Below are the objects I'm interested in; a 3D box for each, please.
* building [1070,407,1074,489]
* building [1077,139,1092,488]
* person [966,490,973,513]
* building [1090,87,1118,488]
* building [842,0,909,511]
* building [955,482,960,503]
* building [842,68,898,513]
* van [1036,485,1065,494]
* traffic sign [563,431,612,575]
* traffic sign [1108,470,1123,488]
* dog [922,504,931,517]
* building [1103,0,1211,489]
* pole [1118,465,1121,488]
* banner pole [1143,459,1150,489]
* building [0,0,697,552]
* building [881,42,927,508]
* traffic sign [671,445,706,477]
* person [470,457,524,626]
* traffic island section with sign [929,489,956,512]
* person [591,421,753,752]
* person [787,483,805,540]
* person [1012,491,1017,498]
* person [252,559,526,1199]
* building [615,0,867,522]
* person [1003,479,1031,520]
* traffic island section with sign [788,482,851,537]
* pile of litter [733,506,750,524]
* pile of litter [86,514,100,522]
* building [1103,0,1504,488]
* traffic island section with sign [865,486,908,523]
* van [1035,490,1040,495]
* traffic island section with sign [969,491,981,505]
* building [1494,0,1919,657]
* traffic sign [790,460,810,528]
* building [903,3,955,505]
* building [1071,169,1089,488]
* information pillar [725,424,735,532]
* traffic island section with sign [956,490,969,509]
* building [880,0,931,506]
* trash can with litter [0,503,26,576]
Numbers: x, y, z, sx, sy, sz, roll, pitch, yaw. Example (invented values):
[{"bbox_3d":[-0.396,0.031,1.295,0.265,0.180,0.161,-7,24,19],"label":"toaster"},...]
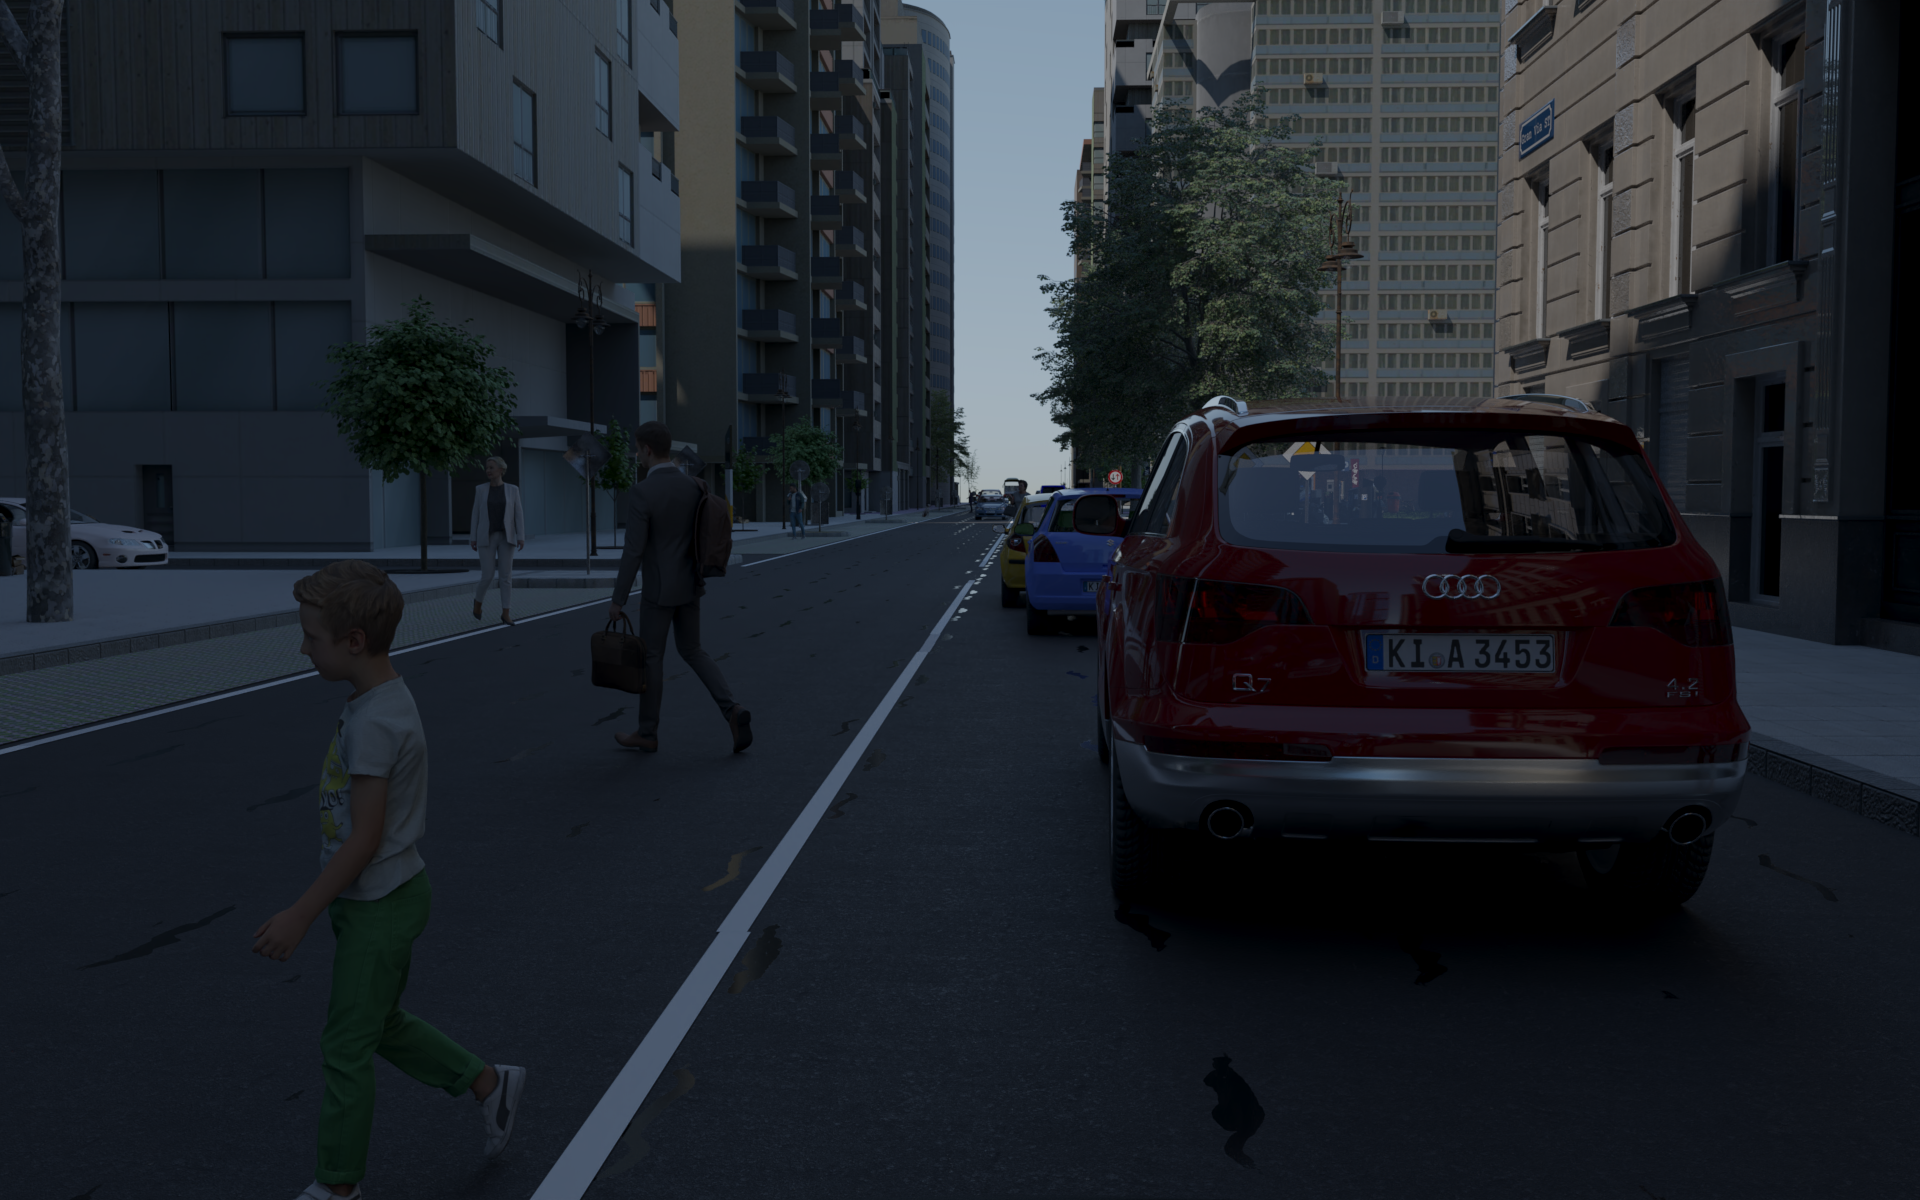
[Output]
[{"bbox_3d":[30.423,-25.047,254.565,27.650,21.520,28.899,0,4,2],"label":"building"},{"bbox_3d":[25.534,-33.985,210.282,22.147,44.769,28.867,0,4,2],"label":"building"},{"bbox_3d":[0.755,-7.669,134.337,0.568,1.767,0.683,-2,4,-23],"label":"person"},{"bbox_3d":[20.390,-30.200,177.369,14.154,41.232,14.086,0,4,2],"label":"building"},{"bbox_3d":[-14.551,-42.612,134.950,20.563,71.187,20.611,0,4,2],"label":"building"},{"bbox_3d":[-16.413,-34.117,249.700,32.217,40.220,23.993,0,4,2],"label":"building"},{"bbox_3d":[-11.806,-21.205,118.405,14.160,30.474,14.107,0,4,2],"label":"building"},{"bbox_3d":[6.404,-7.064,119.886,2.240,2.365,5.245,0,4,2],"label":"van"},{"bbox_3d":[-5.920,-1.462,27.544,0.795,2.450,0.064,0,4,2],"label":"traffic sign"},{"bbox_3d":[8.112,-5.524,90.422,0.768,2.556,0.104,1,4,11],"label":"traffic sign"},{"bbox_3d":[-2.100,-5.483,106.490,0.513,0.831,0.800,-1,4,-16],"label":"dog"},{"bbox_3d":[26.882,-34.653,155.807,28.713,52.752,27.495,0,4,2],"label":"building"},{"bbox_3d":[9.852,-6.915,106.897,0.158,3.312,0.155,0,3,0],"label":"pole"},{"bbox_3d":[11.703,-7.164,107.141,0.863,3.779,0.401,1,4,20],"label":"banner pole"},{"bbox_3d":[-23.573,-28.137,49.286,28.713,52.752,27.495,0,4,2],"label":"building"},{"bbox_3d":[-10.430,-28.711,153.027,14.154,41.232,14.086,0,4,2],"label":"building"},{"bbox_3d":[-5.594,-1.950,35.523,0.795,2.450,0.064,0,4,2],"label":"traffic sign"},{"bbox_3d":[-5.118,-0.653,19.062,0.514,1.842,0.818,-3,4,-36],"label":"person"},{"bbox_3d":[-1.556,-7.719,134.826,1.989,1.847,2.006,0,4,2],"label":"traffic island section with sign"},{"bbox_3d":[-1.586,-0.065,9.528,0.822,1.834,0.622,2,4,29],"label":"person"},{"bbox_3d":[-5.158,-2.783,54.351,0.623,1.781,0.721,1,4,10],"label":"person"},{"bbox_3d":[7.243,-12.953,220.419,1.348,1.807,0.705,-2,4,-24],"label":"person"},{"bbox_3d":[-1.138,0.567,3.481,0.590,1.304,0.306,-3,5,-41],"label":"person"},{"bbox_3d":[-16.655,-26.683,90.894,22.147,44.769,28.867,0,4,2],"label":"building"},{"bbox_3d":[1.364,-2.002,41.589,0.716,1.782,0.532,1,4,18],"label":"person"},{"bbox_3d":[-4.703,-3.036,58.259,1.989,1.847,2.006,0,4,2],"label":"traffic island section with sign"},{"bbox_3d":[-9.791,-3.791,75.956,1.176,0.858,1.719,0,4,4],"label":"pile of litter"},{"bbox_3d":[-18.199,-1.345,35.958,1.719,0.858,1.176,0,4,0],"label":"pile of litter"},{"bbox_3d":[27.145,-26.822,130.423,32.217,40.220,23.993,0,4,2],"label":"building"},{"bbox_3d":[-3.584,-4.683,85.191,1.989,1.847,2.006,0,4,2],"label":"traffic island section with sign"},{"bbox_3d":[8.784,-10.912,185.422,2.013,2.044,4.112,0,4,4],"label":"van"},{"bbox_3d":[1.818,-12.782,217.617,1.989,1.847,2.006,0,4,2],"label":"traffic island section with sign"},{"bbox_3d":[13.008,-13.180,12.755,12.463,27.353,25.104,0,4,2],"label":"building"},{"bbox_3d":[-6.072,-4.007,65.626,0.768,2.556,0.104,0,4,4],"label":"traffic sign"},{"bbox_3d":[-11.789,-40.775,208.676,21.231,58.520,28.212,0,4,2],"label":"building"},{"bbox_3d":[22.345,-35.629,232.640,14.600,45.320,14.200,0,4,2],"label":"building"},{"bbox_3d":[-7.779,-4.096,58.328,0.183,3.616,0.504,-2,4,-28],"label":"information pillar"},{"bbox_3d":[-0.439,-9.411,162.496,1.989,1.847,2.006,0,4,2],"label":"traffic island section with sign"},{"bbox_3d":[-14.156,-33.460,170.780,21.300,48.544,21.600,0,4,2],"label":"building"},{"bbox_3d":[-15.139,-0.968,27.221,0.624,1.170,1.055,-1,4,-10],"label":"trash can with litter"}]
